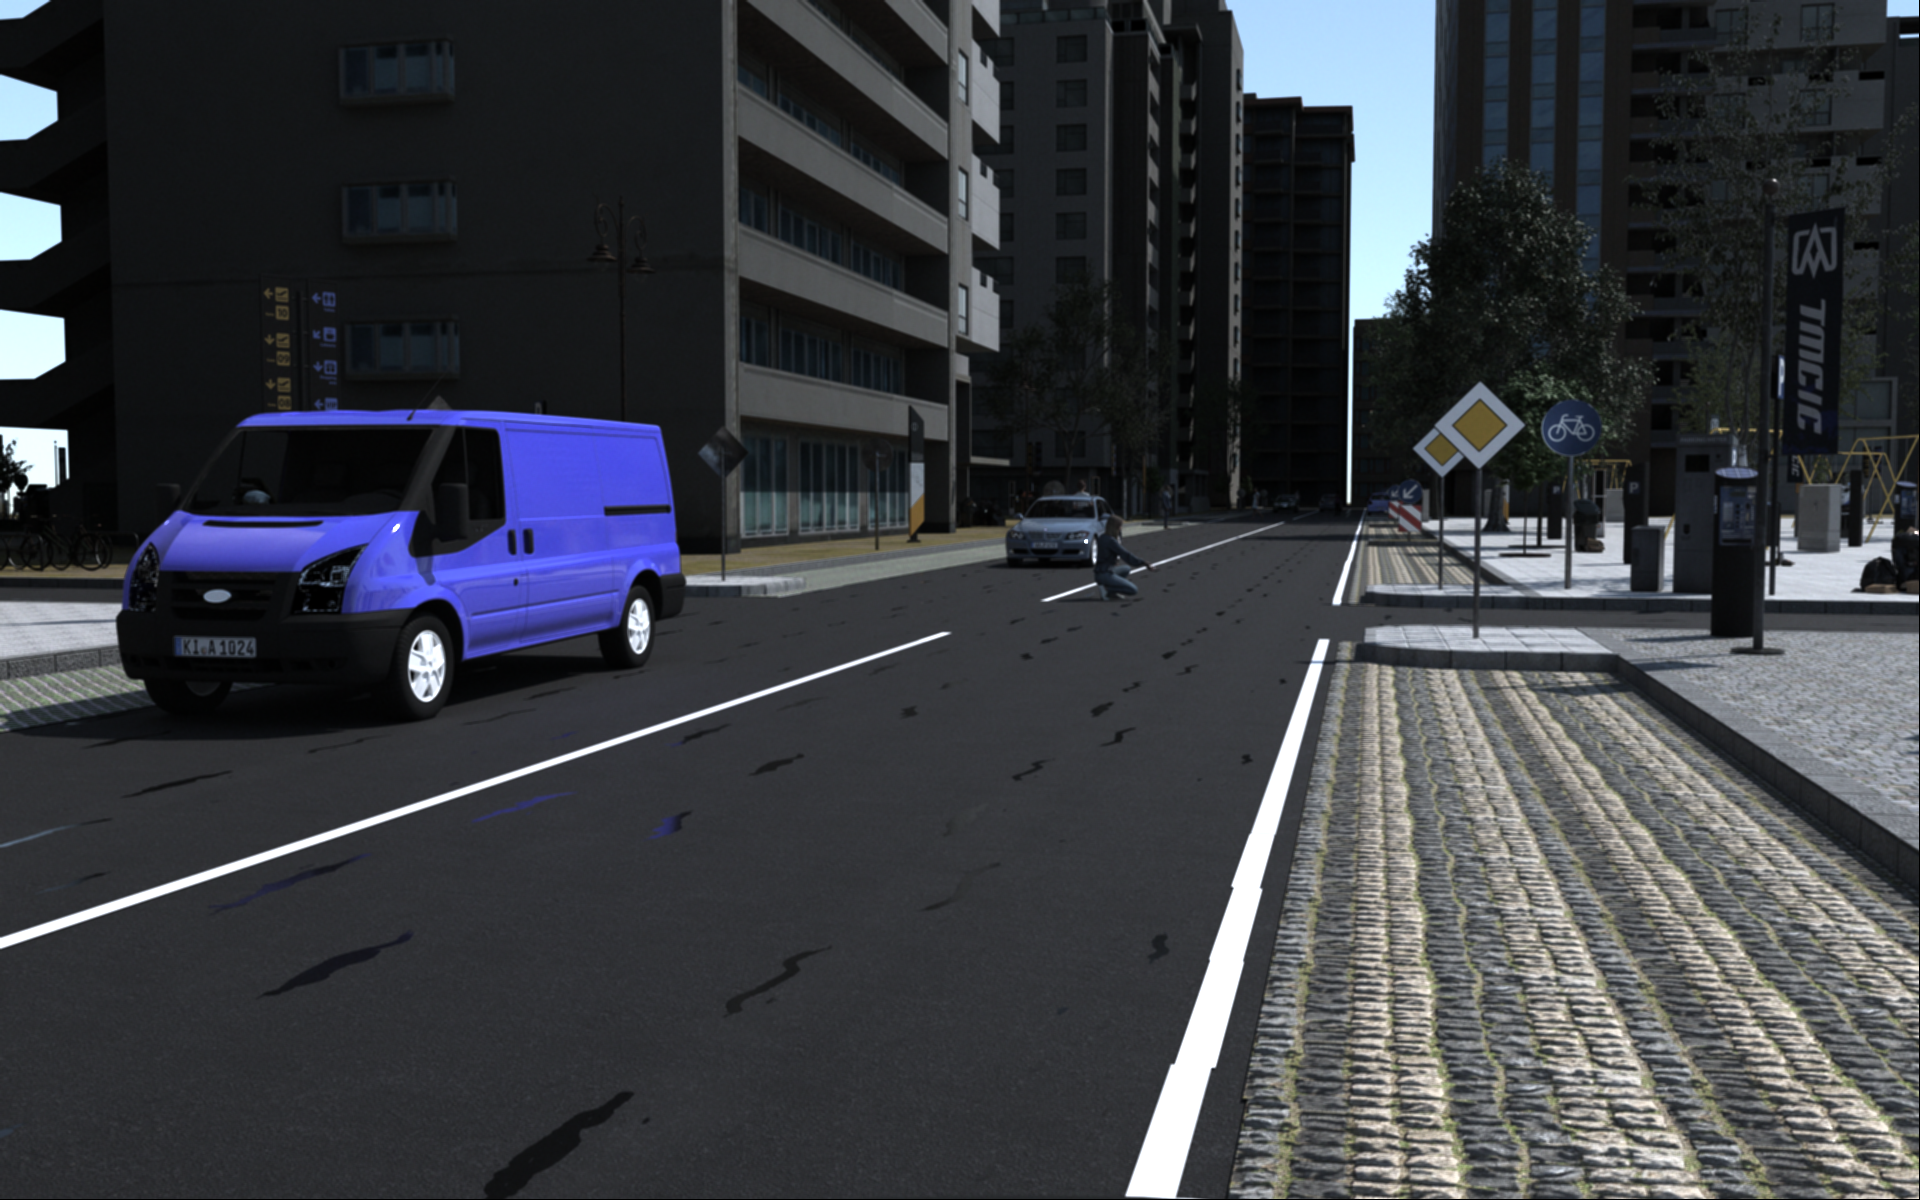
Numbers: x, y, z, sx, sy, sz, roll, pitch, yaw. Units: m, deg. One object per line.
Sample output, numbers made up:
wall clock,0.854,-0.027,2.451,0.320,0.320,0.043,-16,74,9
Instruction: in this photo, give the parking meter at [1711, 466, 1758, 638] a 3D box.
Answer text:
parking meter,6.985,-0.440,15.605,0.372,1.533,0.369,0,3,0

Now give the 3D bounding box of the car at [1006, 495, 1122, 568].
car,2.192,-1.435,35.464,2.014,1.417,4.499,1,4,15

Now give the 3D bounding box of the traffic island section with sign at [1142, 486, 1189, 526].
traffic island section with sign,9.350,-4.271,78.461,1.989,1.847,2.006,1,4,13

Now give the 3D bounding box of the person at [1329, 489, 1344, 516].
person,24.983,-6.463,114.853,1.217,1.739,0.721,-2,4,-28

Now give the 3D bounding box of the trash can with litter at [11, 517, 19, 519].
trash can with litter,-47.490,-4.623,86.644,2.233,1.210,1.678,-2,4,-24

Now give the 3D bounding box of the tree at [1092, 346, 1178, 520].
tree,8.387,-8.265,85.499,4.360,8.622,3.978,0,3,0

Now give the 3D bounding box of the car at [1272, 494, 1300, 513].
car,24.956,-7.388,132.587,2.131,1.459,4.920,1,4,13

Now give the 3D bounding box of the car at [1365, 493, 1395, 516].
car,27.806,-6.420,114.560,1.945,1.707,3.694,1,4,13

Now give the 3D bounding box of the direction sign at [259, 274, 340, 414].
direction sign,-6.922,-1.605,18.243,0.379,3.537,0.876,3,4,38

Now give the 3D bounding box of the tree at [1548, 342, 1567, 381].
tree,24.221,-7.112,66.649,4.360,8.622,3.978,0,3,0

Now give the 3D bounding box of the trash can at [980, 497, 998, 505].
trash can,1.261,-3.901,75.437,0.748,1.137,0.748,0,3,0

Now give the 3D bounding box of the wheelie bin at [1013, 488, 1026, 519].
wheelie bin,3.089,-4.878,87.656,0.693,1.594,0.980,1,4,13

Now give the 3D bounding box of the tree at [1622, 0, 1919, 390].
tree,12.185,-4.644,26.299,4.360,8.622,3.978,0,3,0

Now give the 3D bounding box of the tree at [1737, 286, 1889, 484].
tree,29.472,-6.667,59.366,4.737,8.622,4.395,0,3,0

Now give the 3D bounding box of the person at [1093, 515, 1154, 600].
person,2.153,-0.588,23.619,0.738,1.151,1.012,-1,4,-11

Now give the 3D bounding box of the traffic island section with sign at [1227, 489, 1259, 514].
traffic island section with sign,20.327,-7.107,124.834,1.989,1.847,2.006,1,4,13

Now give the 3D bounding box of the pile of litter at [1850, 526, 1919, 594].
pile of litter,12.504,-0.523,22.520,1.719,0.858,1.176,1,4,17

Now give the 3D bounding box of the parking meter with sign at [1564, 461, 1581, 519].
parking meter with sign,32.083,-5.765,90.522,0.543,3.016,1.738,0,4,-2

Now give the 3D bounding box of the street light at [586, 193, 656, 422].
street light,-5.233,-3.312,26.933,0.468,5.910,1.993,1,4,13

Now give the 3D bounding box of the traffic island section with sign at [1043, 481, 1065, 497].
traffic island section with sign,2.693,-2.549,50.297,1.989,1.847,2.006,1,4,13

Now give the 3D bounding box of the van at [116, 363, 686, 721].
van,-3.886,-0.517,12.843,2.240,2.365,5.245,1,4,12

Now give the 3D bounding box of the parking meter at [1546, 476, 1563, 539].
parking meter,16.871,-2.657,49.157,0.399,1.863,0.255,0,4,4

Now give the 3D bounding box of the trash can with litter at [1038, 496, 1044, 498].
trash can with litter,5.427,-5.440,99.996,1.678,1.210,2.233,0,4,-1

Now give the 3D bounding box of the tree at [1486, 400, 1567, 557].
tree,11.512,-2.509,35.627,1.663,3.219,1.824,0,3,0

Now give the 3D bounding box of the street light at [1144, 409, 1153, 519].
street light,9.913,-7.187,90.301,0.468,5.910,1.993,1,4,13

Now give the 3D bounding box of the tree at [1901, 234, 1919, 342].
tree,31.803,-7.667,51.103,9.928,11.665,9.643,0,3,0

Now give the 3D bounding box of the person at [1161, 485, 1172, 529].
person,8.443,-3.800,70.813,0.419,1.800,0.721,1,4,18

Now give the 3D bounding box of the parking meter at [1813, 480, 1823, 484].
parking meter,34.435,-3.905,69.553,0.255,1.863,0.399,0,4,2

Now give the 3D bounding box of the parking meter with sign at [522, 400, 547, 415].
parking meter with sign,-8.531,-2.182,31.942,1.738,3.016,0.543,-2,4,-30

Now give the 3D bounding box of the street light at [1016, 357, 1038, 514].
street light,2.268,-5.251,58.634,0.468,5.910,1.993,1,4,13

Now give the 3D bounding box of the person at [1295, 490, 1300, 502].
person,26.728,-7.832,137.228,0.551,1.740,0.621,3,5,42

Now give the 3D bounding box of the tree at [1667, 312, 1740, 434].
tree,30.896,-7.371,70.885,4.737,8.622,4.395,0,3,0

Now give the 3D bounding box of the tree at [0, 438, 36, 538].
tree,-28.660,-3.474,51.403,1.663,3.219,1.824,0,3,0

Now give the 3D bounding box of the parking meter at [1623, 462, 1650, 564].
parking meter,12.386,-1.592,31.746,0.255,1.863,0.399,-3,5,-43

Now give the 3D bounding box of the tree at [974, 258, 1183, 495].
tree,4.325,-8.228,68.935,8.767,10.594,7.601,-2,4,-35

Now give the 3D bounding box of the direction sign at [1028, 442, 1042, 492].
direction sign,3.231,-5.119,75.690,0.876,3.537,0.379,3,5,41

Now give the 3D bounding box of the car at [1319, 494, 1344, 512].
car,29.769,-7.765,138.965,2.014,1.417,4.499,1,4,14

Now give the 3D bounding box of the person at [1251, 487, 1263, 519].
person,16.643,-5.414,97.107,0.778,1.811,0.616,1,4,17

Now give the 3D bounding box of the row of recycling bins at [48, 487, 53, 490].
row of recycling bins,-55.173,-6.022,105.579,3.534,1.692,1.069,2,4,25

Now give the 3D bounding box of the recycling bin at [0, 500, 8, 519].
recycling bin,-40.868,-3.728,73.506,0.722,1.027,0.722,-3,5,-41

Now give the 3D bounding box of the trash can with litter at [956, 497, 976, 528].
trash can with litter,0.042,-3.320,65.665,1.055,1.170,0.624,-2,4,-32

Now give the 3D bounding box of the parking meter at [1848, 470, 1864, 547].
parking meter,21.882,-2.237,42.281,0.255,1.863,0.399,3,4,37

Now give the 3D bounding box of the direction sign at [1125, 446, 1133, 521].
direction sign,8.011,-5.501,81.939,0.379,3.537,0.876,0,4,3

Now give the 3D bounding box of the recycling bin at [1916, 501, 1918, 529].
recycling bin,34.476,-3.017,61.882,0.722,1.027,0.722,1,4,12

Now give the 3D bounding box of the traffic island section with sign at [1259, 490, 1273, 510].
traffic island section with sign,26.539,-8.712,151.067,1.989,1.847,2.006,1,4,13

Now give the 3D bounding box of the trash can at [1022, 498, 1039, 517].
trash can,3.959,-5.462,100.959,0.748,1.137,0.748,0,3,0

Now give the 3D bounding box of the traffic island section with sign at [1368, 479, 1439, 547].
traffic island section with sign,12.315,-2.402,47.900,1.989,1.847,2.006,1,4,13

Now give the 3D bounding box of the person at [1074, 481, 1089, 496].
person,3.027,-2.038,42.388,0.480,1.755,0.524,1,4,17

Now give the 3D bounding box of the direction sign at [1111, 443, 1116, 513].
direction sign,6.780,-5.173,76.577,0.379,3.537,0.876,1,4,15

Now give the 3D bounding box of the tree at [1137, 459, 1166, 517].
tree,10.584,-6.189,95.796,1.663,3.219,1.824,0,3,0

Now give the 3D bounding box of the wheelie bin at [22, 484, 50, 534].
wheelie bin,-29.218,-2.879,54.974,0.693,1.594,0.980,2,4,25

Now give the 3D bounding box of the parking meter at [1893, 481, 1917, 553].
parking meter,18.190,-1.524,33.331,0.372,1.533,0.369,0,3,0

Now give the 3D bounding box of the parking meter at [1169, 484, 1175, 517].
parking meter,12.037,-5.695,98.817,0.399,1.863,0.255,3,4,39

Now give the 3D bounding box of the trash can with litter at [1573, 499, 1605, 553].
trash can with litter,13.964,-1.644,38.262,0.624,1.170,1.055,0,4,-3

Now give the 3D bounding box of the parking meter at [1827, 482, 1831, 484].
parking meter,36.413,-4.104,72.818,0.399,1.863,0.255,1,4,19

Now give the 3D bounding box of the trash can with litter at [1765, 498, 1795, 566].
trash can with litter,14.061,-1.235,31.244,2.233,1.210,1.678,1,4,10

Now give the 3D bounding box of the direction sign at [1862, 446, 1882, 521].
direction sign,43.526,-5.548,82.709,0.379,3.537,0.876,-3,4,-38

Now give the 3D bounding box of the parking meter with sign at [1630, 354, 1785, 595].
parking meter with sign,9.625,-1.596,22.362,1.738,3.016,0.543,2,4,34
